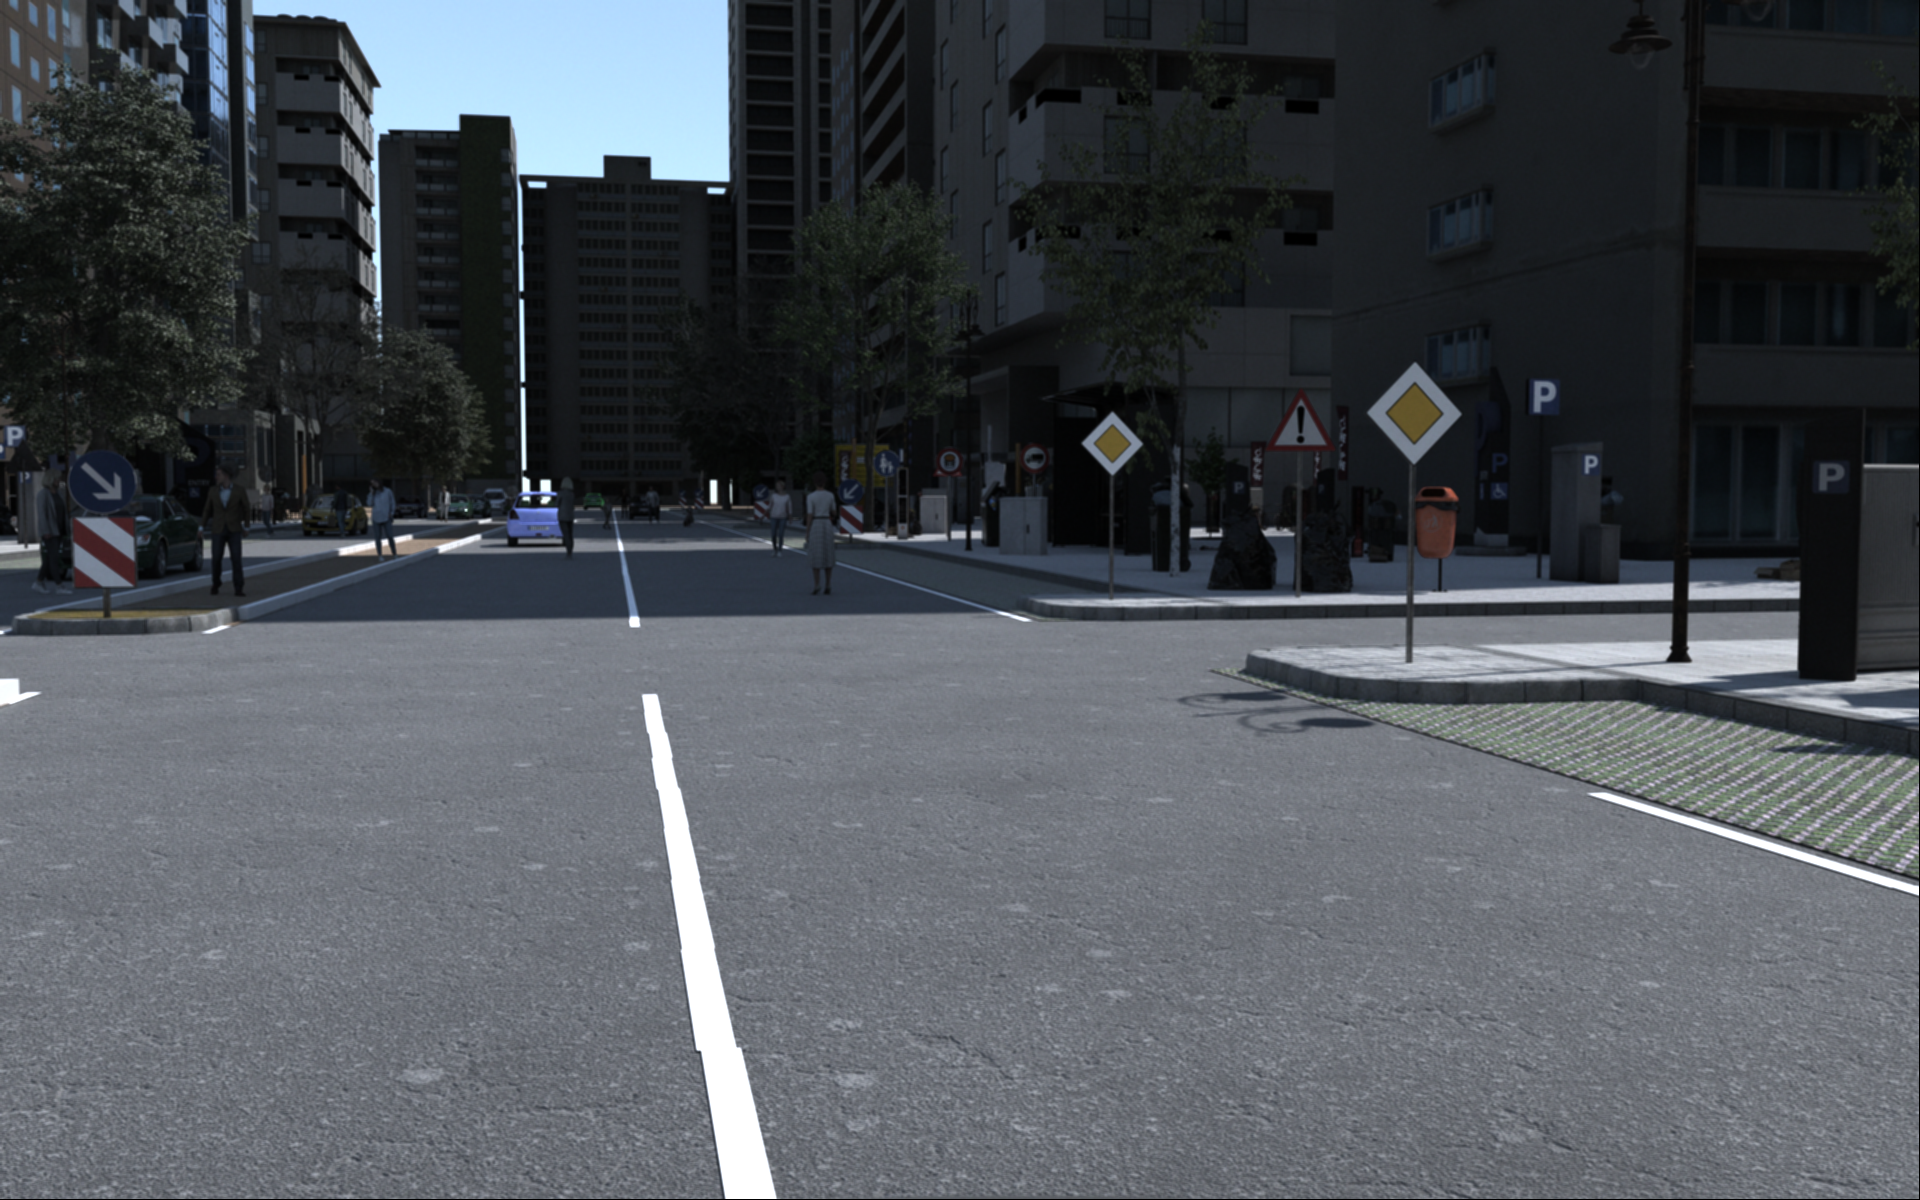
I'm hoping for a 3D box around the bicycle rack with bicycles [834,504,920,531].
[{"bbox_3d":[-2.681,-2.903,60.839,2.925,0.926,2.852,1,4,14],"label":"bicycle rack with bicycles"}]

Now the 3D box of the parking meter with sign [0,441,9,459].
[{"bbox_3d":[-33.643,-3.885,59.787,1.738,3.016,0.543,2,4,34],"label":"parking meter with sign"}]

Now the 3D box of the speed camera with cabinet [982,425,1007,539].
[{"bbox_3d":[0.982,-3.353,49.161,0.660,3.252,2.038,0,4,5],"label":"speed camera with cabinet"}]

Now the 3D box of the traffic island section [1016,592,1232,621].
[{"bbox_3d":[1.852,0.077,21.014,2.009,0.180,2.903,-1,4,-11],"label":"traffic island section"}]

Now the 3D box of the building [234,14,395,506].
[{"bbox_3d":[-77.512,-36.849,191.724,27.495,52.752,28.713,-1,4,-11],"label":"building"}]

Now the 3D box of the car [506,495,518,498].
[{"bbox_3d":[-36.320,-7.793,139.780,2.083,1.381,4.827,-1,4,-11],"label":"car"}]

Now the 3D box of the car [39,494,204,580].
[{"bbox_3d":[-14.690,-1.147,30.550,2.131,1.459,4.920,-1,4,-12],"label":"car"}]

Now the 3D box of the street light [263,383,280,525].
[{"bbox_3d":[-28.672,-6.083,72.245,0.468,5.910,1.993,-1,4,-11],"label":"street light"}]

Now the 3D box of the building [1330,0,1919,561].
[{"bbox_3d":[21.338,-25.715,44.150,21.600,48.544,21.300,-1,4,-11],"label":"building"}]

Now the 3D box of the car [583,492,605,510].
[{"bbox_3d":[-33.566,-9.177,158.834,1.959,1.807,4.718,-1,4,-10],"label":"car"}]

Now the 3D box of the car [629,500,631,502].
[{"bbox_3d":[-21.189,-6.506,116.152,2.009,1.686,4.222,-1,4,-11],"label":"car"}]

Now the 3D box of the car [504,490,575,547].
[{"bbox_3d":[-11.740,-2.370,48.335,1.945,1.707,3.694,-1,4,-13],"label":"car"}]

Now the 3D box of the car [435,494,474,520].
[{"bbox_3d":[-28.411,-5.240,97.476,2.131,1.459,4.920,-1,4,-12],"label":"car"}]

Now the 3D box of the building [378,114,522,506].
[{"bbox_3d":[-55.509,-30.931,189.311,14.086,41.232,14.154,-1,4,-11],"label":"building"}]

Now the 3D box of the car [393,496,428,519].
[{"bbox_3d":[-32.670,-5.524,102.897,1.945,1.354,3.894,-1,4,-10],"label":"car"}]

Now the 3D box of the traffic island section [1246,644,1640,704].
[{"bbox_3d":[3.434,0.556,13.187,2.009,0.180,2.903,-1,4,-11],"label":"traffic island section"}]

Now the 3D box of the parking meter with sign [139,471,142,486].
[{"bbox_3d":[-27.750,-3.770,57.901,1.738,3.016,0.543,-1,4,-11],"label":"parking meter with sign"}]

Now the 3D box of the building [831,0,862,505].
[{"bbox_3d":[-2.663,-30.018,140.906,14.600,45.320,14.200,-1,4,-11],"label":"building"}]

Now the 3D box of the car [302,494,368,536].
[{"bbox_3d":[-21.761,-3.065,60.342,2.015,1.641,3.980,-1,4,-11],"label":"car"}]

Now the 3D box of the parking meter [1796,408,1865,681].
[{"bbox_3d":[6.011,-0.384,11.992,0.399,1.863,0.255,2,4,31],"label":"parking meter"}]

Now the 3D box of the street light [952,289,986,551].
[{"bbox_3d":[0.195,-4.060,39.172,0.468,5.910,1.993,-1,4,-11],"label":"street light"}]

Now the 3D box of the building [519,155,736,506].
[{"bbox_3d":[-38.570,-31.177,201.630,23.993,40.220,32.217,-1,4,-11],"label":"building"}]

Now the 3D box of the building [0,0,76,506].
[{"bbox_3d":[-48.577,-25.998,75.172,14.600,45.320,14.200,-1,4,-11],"label":"building"}]

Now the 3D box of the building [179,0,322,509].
[{"bbox_3d":[-69.442,-50.405,136.801,31.000,86.520,22.319,-1,4,-11],"label":"building"}]

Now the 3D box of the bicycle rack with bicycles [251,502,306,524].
[{"bbox_3d":[-30.964,-3.962,78.167,2.925,0.926,2.852,3,4,37],"label":"bicycle rack with bicycles"}]

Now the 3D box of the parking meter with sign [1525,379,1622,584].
[{"bbox_3d":[9.067,-1.790,25.520,0.543,3.016,1.738,-1,4,-17],"label":"parking meter with sign"}]

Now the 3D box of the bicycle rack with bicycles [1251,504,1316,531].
[{"bbox_3d":[11.692,-2.907,60.911,2.852,0.926,2.925,0,4,-7],"label":"bicycle rack with bicycles"}]

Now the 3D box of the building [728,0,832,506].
[{"bbox_3d":[-15.738,-46.614,200.397,20.611,71.187,20.563,-1,4,-11],"label":"building"}]

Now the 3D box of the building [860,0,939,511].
[{"bbox_3d":[4.939,-30.606,124.112,21.300,48.544,21.600,-1,4,-11],"label":"building"}]

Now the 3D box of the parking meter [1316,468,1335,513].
[{"bbox_3d":[8.329,-2.068,39.519,0.255,1.863,0.399,-2,4,-28],"label":"parking meter"}]

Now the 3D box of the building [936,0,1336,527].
[{"bbox_3d":[14.389,-30.133,81.914,28.713,52.752,27.495,-1,4,-11],"label":"building"}]

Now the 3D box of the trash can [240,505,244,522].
[{"bbox_3d":[-33.007,-4.127,79.128,0.748,1.137,0.748,0,3,0],"label":"trash can"}]

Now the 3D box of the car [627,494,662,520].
[{"bbox_3d":[-17.987,-5.438,98.690,2.009,1.686,4.222,-1,4,-10],"label":"car"}]

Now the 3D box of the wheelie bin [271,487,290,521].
[{"bbox_3d":[-32.377,-4.556,82.401,0.980,1.594,0.693,-2,4,-28],"label":"wheelie bin"}]

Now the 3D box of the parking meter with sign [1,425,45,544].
[{"bbox_3d":[-24.005,-2.971,44.837,0.543,3.016,1.738,0,4,-3],"label":"parking meter with sign"}]

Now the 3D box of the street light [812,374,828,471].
[{"bbox_3d":[-5.424,-5.769,67.110,0.468,5.910,1.993,-1,4,-11],"label":"street light"}]

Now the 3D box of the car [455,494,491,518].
[{"bbox_3d":[-29.500,-5.700,104.988,2.131,1.459,4.920,-1,4,-10],"label":"car"}]

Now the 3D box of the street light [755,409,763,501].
[{"bbox_3d":[-10.980,-7.452,94.620,0.468,5.910,1.993,-1,4,-11],"label":"street light"}]

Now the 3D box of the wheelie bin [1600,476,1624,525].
[{"bbox_3d":[11.038,-1.361,30.158,0.980,1.594,0.693,1,4,9],"label":"wheelie bin"}]

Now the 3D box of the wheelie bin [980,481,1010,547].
[{"bbox_3d":[0.878,-2.109,42.393,0.693,1.594,0.980,-1,4,-11],"label":"wheelie bin"}]

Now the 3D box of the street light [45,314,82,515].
[{"bbox_3d":[-23.097,-4.401,44.739,0.468,5.910,1.993,-1,4,-11],"label":"street light"}]

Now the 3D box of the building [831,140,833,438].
[{"bbox_3d":[-4.734,-28.840,155.135,14.154,41.232,14.086,-1,4,-11],"label":"building"}]

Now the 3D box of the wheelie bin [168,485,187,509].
[{"bbox_3d":[-25.862,-3.013,57.170,0.693,1.594,0.980,-2,4,-28],"label":"wheelie bin"}]

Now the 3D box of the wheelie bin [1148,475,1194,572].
[{"bbox_3d":[3.490,-1.278,28.798,0.693,1.594,0.980,0,4,-5],"label":"wheelie bin"}]

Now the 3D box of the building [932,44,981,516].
[{"bbox_3d":[5.201,-20.447,106.011,14.160,30.474,14.107,-1,4,-11],"label":"building"}]

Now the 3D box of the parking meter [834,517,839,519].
[{"bbox_3d":[-6.191,-4.840,87.550,0.372,1.533,0.369,0,3,0],"label":"parking meter"}]

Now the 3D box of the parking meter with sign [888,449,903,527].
[{"bbox_3d":[-2.422,-4.336,67.146,0.543,3.016,1.738,-1,4,-21],"label":"parking meter with sign"}]

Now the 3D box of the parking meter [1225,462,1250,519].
[{"bbox_3d":[5.005,-1.561,31.234,0.399,1.863,0.255,0,4,-5],"label":"parking meter"}]

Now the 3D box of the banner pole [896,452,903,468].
[{"bbox_3d":[-2.887,-6.087,89.543,0.863,3.779,0.401,0,4,-6],"label":"banner pole"}]

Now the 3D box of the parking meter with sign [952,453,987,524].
[{"bbox_3d":[0.231,-4.736,73.699,1.738,3.016,0.543,1,4,14],"label":"parking meter with sign"}]

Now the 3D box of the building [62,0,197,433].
[{"bbox_3d":[-58.359,-29.399,100.284,23.786,49.044,30.456,-1,4,-11],"label":"building"}]

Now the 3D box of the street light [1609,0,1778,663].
[{"bbox_3d":[5.504,-2.464,13.078,0.468,5.910,1.993,-1,4,-11],"label":"street light"}]
